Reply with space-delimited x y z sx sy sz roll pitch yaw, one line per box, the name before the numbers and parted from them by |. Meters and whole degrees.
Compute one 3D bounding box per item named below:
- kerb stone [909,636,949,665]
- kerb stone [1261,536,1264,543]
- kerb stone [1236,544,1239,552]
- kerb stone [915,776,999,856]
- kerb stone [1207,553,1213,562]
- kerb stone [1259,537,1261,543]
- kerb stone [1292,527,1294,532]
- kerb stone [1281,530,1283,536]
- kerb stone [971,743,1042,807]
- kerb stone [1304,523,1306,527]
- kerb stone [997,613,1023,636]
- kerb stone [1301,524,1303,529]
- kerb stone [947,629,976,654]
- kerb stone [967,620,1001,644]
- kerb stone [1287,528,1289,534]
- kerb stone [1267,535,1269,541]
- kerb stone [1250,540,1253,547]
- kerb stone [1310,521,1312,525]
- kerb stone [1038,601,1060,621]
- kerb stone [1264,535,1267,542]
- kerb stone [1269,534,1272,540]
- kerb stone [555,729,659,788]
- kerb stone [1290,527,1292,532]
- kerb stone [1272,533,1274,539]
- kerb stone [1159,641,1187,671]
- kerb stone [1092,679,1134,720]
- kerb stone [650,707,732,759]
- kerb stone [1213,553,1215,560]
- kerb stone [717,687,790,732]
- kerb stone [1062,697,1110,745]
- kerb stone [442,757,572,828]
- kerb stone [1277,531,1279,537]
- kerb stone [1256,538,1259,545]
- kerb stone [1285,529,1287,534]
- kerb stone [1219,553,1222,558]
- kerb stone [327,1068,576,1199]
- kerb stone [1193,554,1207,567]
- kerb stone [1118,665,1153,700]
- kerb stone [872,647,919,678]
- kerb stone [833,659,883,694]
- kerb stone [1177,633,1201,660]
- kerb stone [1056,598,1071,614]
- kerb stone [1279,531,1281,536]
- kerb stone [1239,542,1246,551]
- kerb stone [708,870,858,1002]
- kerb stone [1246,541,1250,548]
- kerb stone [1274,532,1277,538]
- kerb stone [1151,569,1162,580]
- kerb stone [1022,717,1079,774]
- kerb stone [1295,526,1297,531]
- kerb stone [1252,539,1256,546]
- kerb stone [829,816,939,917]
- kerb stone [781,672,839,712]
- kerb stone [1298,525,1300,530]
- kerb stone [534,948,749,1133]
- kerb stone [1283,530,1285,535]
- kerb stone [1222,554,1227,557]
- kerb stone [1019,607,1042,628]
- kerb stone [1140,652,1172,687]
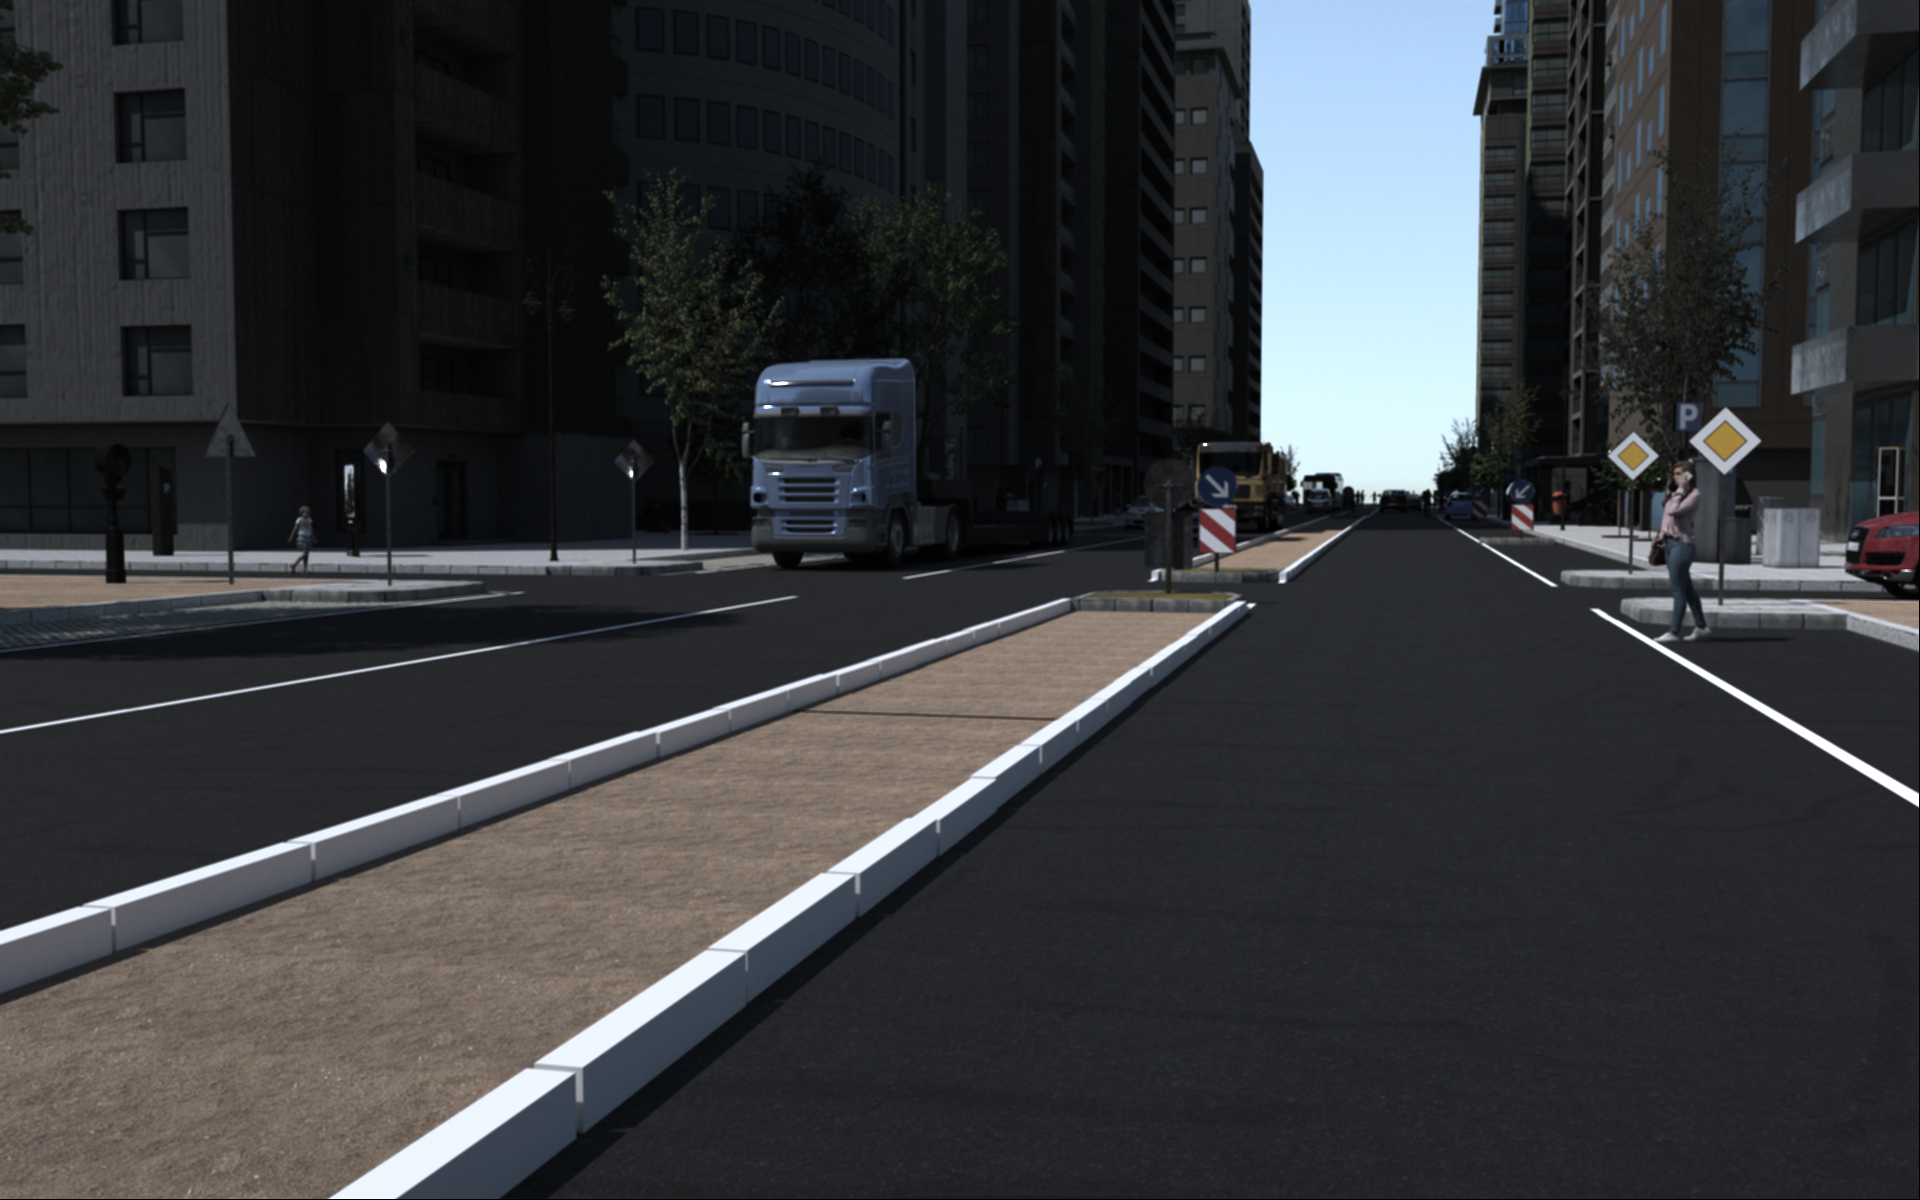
kerb stone | -0.304 0.450 14.832 0.120 0.150 1.000 1 4 14
kerb stone | 8.636 -1.710 50.152 0.120 0.150 1.000 1 4 14
kerb stone | 6.637 -1.223 42.194 0.120 0.150 1.000 1 4 14
kerb stone | -0.015 0.913 7.352 0.120 0.150 1.000 1 4 14
kerb stone | 5.130 -0.859 36.240 0.120 0.150 1.000 1 4 14
kerb stone | 8.386 -1.649 49.161 0.120 0.150 1.000 1 4 14
kerb stone | 12.154 -2.558 64.047 0.120 0.150 1.000 1 4 14
kerb stone | 10.645 -2.196 58.092 0.120 0.150 1.000 1 4 14
kerb stone | 0.225 0.847 8.348 0.120 0.150 1.000 1 4 14
kerb stone | 14.175 -3.047 72.011 0.120 0.150 1.000 1 4 14
kerb stone | 0.460 0.268 17.806 0.120 0.150 1.000 1 4 14
kerb stone | 13.665 -2.925 70.023 0.120 0.150 1.000 1 4 14
kerb stone | -0.055 0.398 15.824 0.120 0.150 1.000 1 4 14
kerb stone | 0.201 0.329 16.817 0.120 0.150 1.000 1 4 14
kerb stone | 11.404 -2.377 61.066 0.120 0.150 1.000 1 4 14
kerb stone | 9.142 -1.831 52.139 0.120 0.150 1.000 1 4 14
kerb stone | 7.637 -1.464 46.175 0.120 0.150 1.000 1 4 14
kerb stone | 15.430 -3.349 76.973 0.120 0.150 1.000 1 4 14
kerb stone | 0.956 0.149 19.802 0.120 0.150 1.000 1 4 14
kerb stone | 8.893 -1.771 51.147 0.120 0.150 1.000 1 4 14
kerb stone | 9.392 -1.892 53.130 0.120 0.150 1.000 1 4 14
kerb stone | -1.817 0.816 8.860 0.120 0.150 1.000 1 4 14
kerb stone | 11.909 -2.499 63.051 0.120 0.150 1.000 1 4 14
kerb stone | 9.645 -1.953 54.124 0.120 0.150 1.000 1 4 14
kerb stone | 1.739 0.482 14.320 0.120 0.150 1.000 1 4 14
kerb stone | 0.987 0.665 11.339 0.120 0.150 1.000 1 4 14
kerb stone | -1.555 0.760 9.853 0.120 0.150 1.000 1 4 14
kerb stone | 5.372 -0.917 37.233 0.120 0.150 1.000 1 4 14
kerb stone | -1.306 0.694 10.844 0.120 0.150 1.000 1 4 14
kerb stone | 0.737 0.727 10.343 0.120 0.150 1.000 1 4 14
kerb stone | -2.063 0.878 7.868 0.120 0.150 1.000 1 4 14
kerb stone | 10.148 -2.074 56.109 0.120 0.150 1.000 1 4 14
kerb stone | 8.137 -1.585 48.165 0.120 0.150 1.000 1 4 14
kerb stone | 11.148 -2.317 60.077 0.120 0.150 1.000 1 4 14
kerb stone | 5.620 -0.980 38.225 0.120 0.150 1.000 1 4 14
kerb stone | -1.033 1.152 3.377 0.120 0.150 1.000 1 4 14
kerb stone | 4.864 -0.798 35.244 0.120 0.150 1.000 1 4 14
kerb stone | 1.228 0.606 12.333 0.120 0.150 1.000 1 4 14
kerb stone | -0.543 0.512 13.828 0.120 0.150 1.000 1 4 14
kerb stone | -0.795 0.577 12.836 0.120 0.150 1.000 1 4 14
kerb stone | 1.990 0.428 15.311 0.120 0.150 1.000 1 4 14
kerb stone | 1.204 0.086 20.794 0.120 0.150 1.000 1 4 14
kerb stone | 10.397 -2.133 57.100 0.120 0.150 1.000 1 4 14
kerb stone | 7.136 -1.345 44.190 0.120 0.150 1.000 1 4 14
kerb stone | -0.533 1.029 5.368 0.120 0.150 1.000 1 4 14
kerb stone | 7.388 -1.406 45.184 0.120 0.150 1.000 1 4 14
kerb stone | 9.900 -2.013 55.114 0.120 0.150 1.000 1 4 14
kerb stone | 3.364 -0.432 29.282 0.120 0.150 1.000 1 4 14
kerb stone | 0.482 0.786 9.351 0.120 0.150 1.000 1 4 14
kerb stone | 12.661 -2.681 66.037 0.120 0.150 1.000 1 4 14
kerb stone | 7.882 -1.525 47.168 0.120 0.150 1.000 1 4 14
kerb stone | -0.274 0.968 6.362 0.120 0.150 1.000 1 4 14
kerb stone | -1.058 0.634 11.837 0.120 0.150 1.000 1 4 14
kerb stone | 13.160 -2.801 68.034 0.120 0.150 1.000 1 4 14
kerb stone | -0.779 1.090 4.376 0.120 0.150 1.000 1 4 14
kerb stone | 10.894 -2.256 59.083 0.120 0.150 1.000 1 4 14
kerb stone | 5.877 -1.038 39.220 0.120 0.150 1.000 1 4 14
kerb stone | 0.707 0.208 18.798 0.120 0.150 1.000 1 4 14
kerb stone | 1.489 0.543 13.321 0.120 0.150 1.000 1 4 14
